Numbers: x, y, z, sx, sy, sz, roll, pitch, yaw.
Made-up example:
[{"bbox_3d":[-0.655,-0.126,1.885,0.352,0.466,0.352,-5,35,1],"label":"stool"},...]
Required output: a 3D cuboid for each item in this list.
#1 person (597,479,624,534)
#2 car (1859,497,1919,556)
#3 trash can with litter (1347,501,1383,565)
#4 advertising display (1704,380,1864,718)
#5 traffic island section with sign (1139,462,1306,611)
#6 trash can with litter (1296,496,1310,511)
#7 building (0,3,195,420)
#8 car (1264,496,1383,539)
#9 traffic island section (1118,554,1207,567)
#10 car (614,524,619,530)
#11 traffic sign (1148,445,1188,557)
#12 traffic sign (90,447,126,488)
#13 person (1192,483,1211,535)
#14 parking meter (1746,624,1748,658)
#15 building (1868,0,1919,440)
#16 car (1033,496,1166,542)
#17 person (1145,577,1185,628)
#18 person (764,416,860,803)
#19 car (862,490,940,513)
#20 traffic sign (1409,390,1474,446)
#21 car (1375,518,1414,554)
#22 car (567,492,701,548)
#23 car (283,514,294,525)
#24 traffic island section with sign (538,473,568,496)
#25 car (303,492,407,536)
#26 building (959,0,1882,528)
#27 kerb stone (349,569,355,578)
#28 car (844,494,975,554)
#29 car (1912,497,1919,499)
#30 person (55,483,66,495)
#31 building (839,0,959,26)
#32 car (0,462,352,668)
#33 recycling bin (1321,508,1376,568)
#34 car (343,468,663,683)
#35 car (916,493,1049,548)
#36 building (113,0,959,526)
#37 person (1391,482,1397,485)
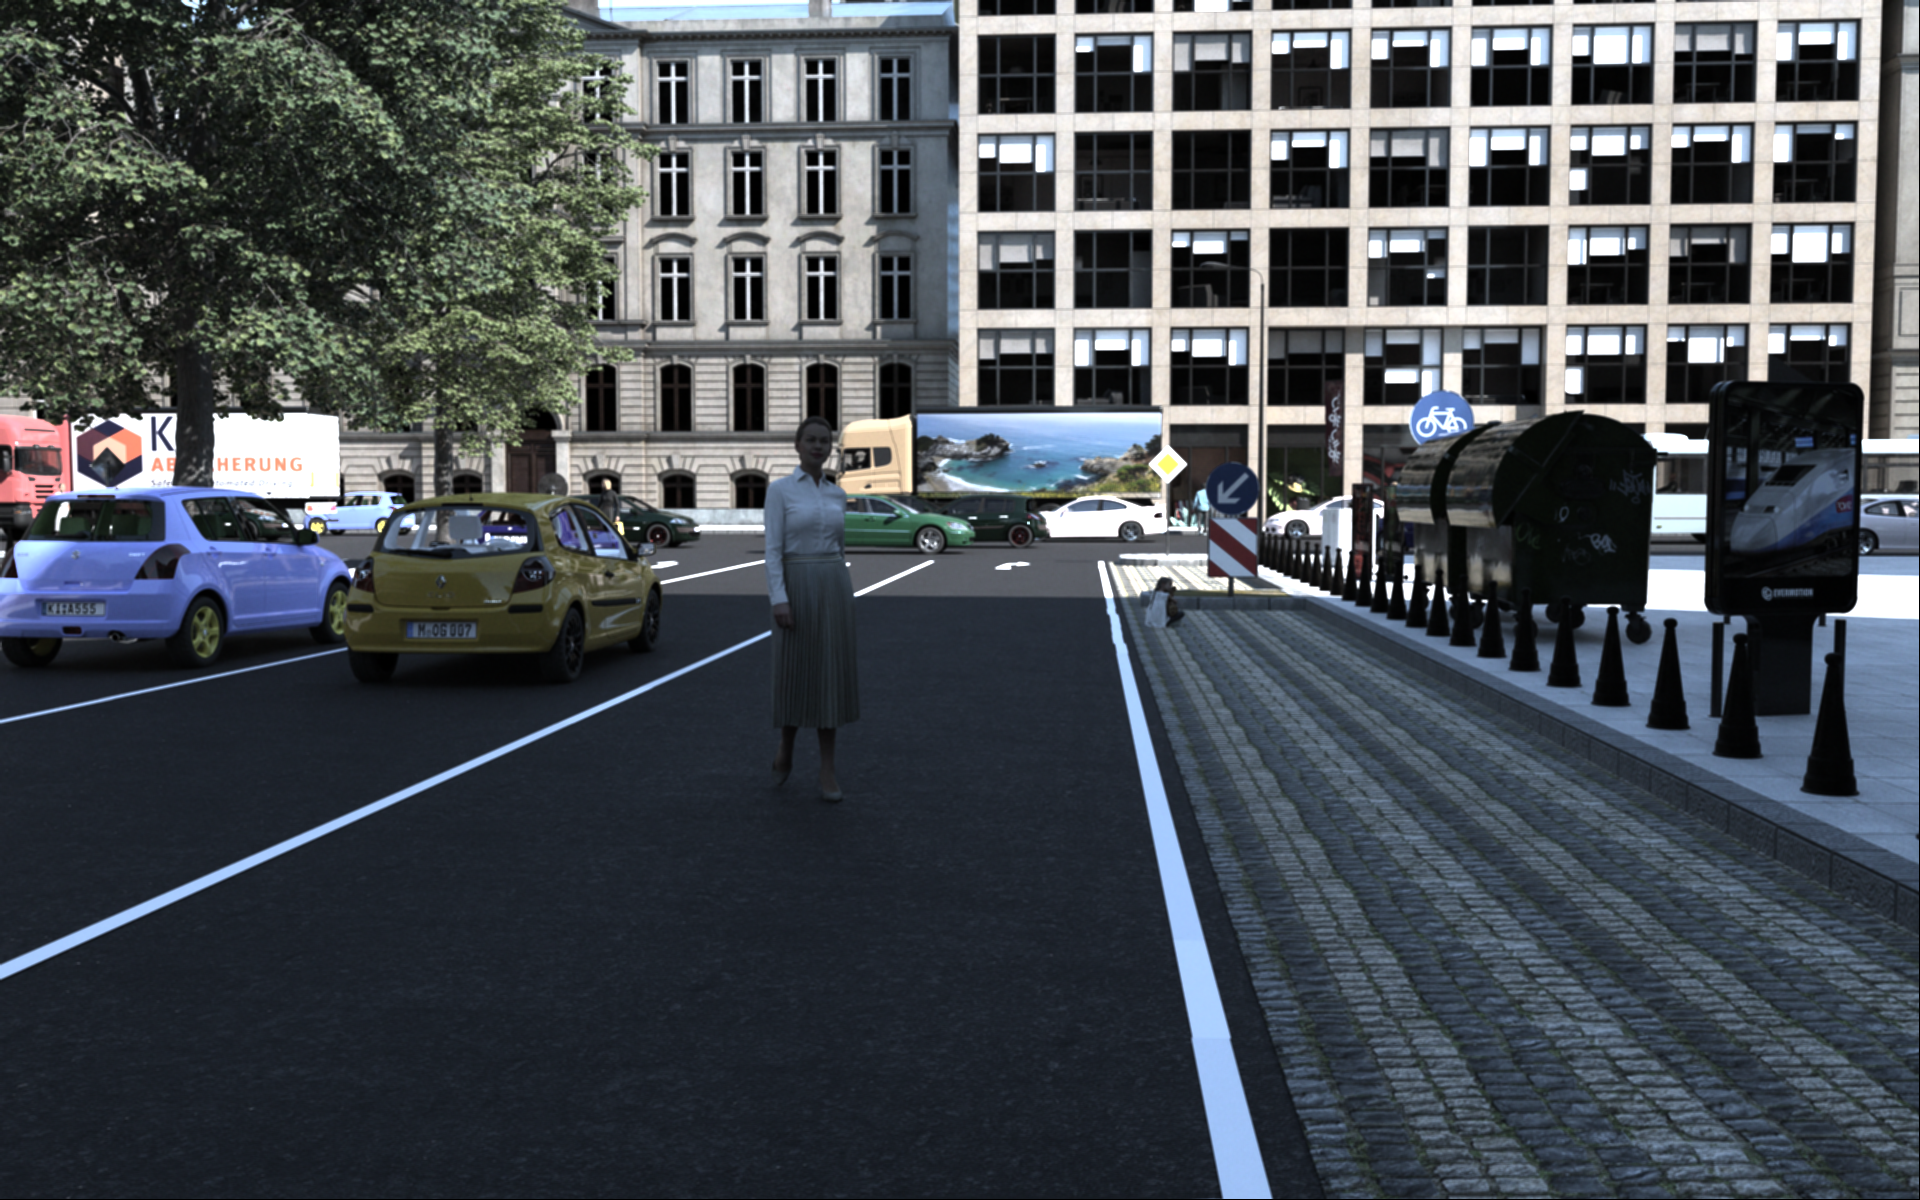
[{"bbox_3d":[-8.938,-2.099,43.036,0.699,1.804,1.509,-3,4,-36],"label":"person"},{"bbox_3d":[21.975,-1.708,40.283,4.827,1.381,2.083,0,4,5],"label":"car"},{"bbox_3d":[7.437,-1.222,31.362,1.055,1.170,0.624,-2,4,-26],"label":"trash can with litter"},{"bbox_3d":[4.766,-0.295,10.031,0.974,1.923,0.123,-1,4,-16],"label":"advertising display"},{"bbox_3d":[3.316,-0.830,22.193,1.989,1.847,2.006,0,4,4],"label":"traffic island section with sign"},{"bbox_3d":[12.009,-3.153,62.610,2.233,1.210,1.678,-1,4,-17],"label":"trash can with litter"},{"bbox_3d":[-46.832,-17.041,75.887,25.104,27.353,12.463,0,4,4],"label":"building"},{"bbox_3d":[12.159,-2.633,55.405,4.827,1.381,2.083,0,4,5],"label":"car"},{"bbox_3d":[4.261,-0.805,35.435,2.009,0.180,2.903,0,4,4],"label":"traffic island section"},{"bbox_3d":[-6.451,-0.894,27.198,1.945,1.354,3.894,0,4,5],"label":"car"},{"bbox_3d":[4.237,-1.940,35.359,0.795,2.450,0.064,0,4,4],"label":"traffic sign"},{"bbox_3d":[-18.197,-2.040,36.991,0.795,2.450,0.064,0,4,4],"label":"traffic sign"},{"bbox_3d":[8.456,-3.172,60.387,0.660,1.820,0.620,0,4,-5],"label":"person"},{"bbox_3d":[5.530,-0.363,11.641,0.255,1.863,0.399,-1,4,-14],"label":"parking meter"},{"bbox_3d":[49.474,-14.509,70.503,30.059,22.955,16.112,0,4,4],"label":"building"},{"bbox_3d":[3.823,-2.443,52.301,4.827,1.381,2.083,0,4,5],"label":"car"},{"bbox_3d":[2.197,0.019,18.662,0.357,0.543,0.381,-3,5,-45],"label":"person"},{"bbox_3d":[-0.741,0.029,8.258,0.478,1.798,0.641,-1,4,-21],"label":"person"},{"bbox_3d":[-1.504,-2.648,53.089,4.222,1.686,2.009,0,4,6],"label":"car"},{"bbox_3d":[5.914,-1.298,21.332,0.768,2.556,0.104,1,4,11],"label":"traffic sign"},{"bbox_3d":[11.187,-1.729,40.847,3.894,1.354,1.945,0,4,2],"label":"car"},{"bbox_3d":[-9.131,-2.259,46.726,4.222,1.686,2.009,0,4,5],"label":"car"},{"bbox_3d":[-22.636,-2.650,53.109,4.222,1.686,2.009,0,4,5],"label":"car"},{"bbox_3d":[-8.789,-1.742,36.611,2.006,1.907,1.989,0,4,4],"label":"traffic island section with sign"},{"bbox_3d":[-20.966,-3.103,60.324,3.694,1.707,1.945,0,4,5],"label":"car"},{"bbox_3d":[17.602,-16.529,74.766,34.151,26.468,19.350,0,4,4],"label":"building"},{"bbox_3d":[-10.381,-0.430,29.255,0.120,0.150,1.000,0,4,4],"label":"kerb stone"},{"bbox_3d":[-2.084,-1.854,42.109,4.920,1.459,2.131,0,4,4],"label":"car"},{"bbox_3d":[26.840,-2.126,47.118,4.827,1.381,2.083,0,4,3],"label":"car"},{"bbox_3d":[-25.268,-2.432,48.836,0.524,1.755,0.480,2,4,26],"label":"person"},{"bbox_3d":[-4.973,-48.770,235.634,20.611,71.187,20.563,0,4,4],"label":"building"},{"bbox_3d":[-6.899,-0.369,15.623,1.945,1.707,3.694,0,4,6],"label":"car"},{"bbox_3d":[6.799,-1.087,30.324,0.722,1.027,0.722,-1,4,-12],"label":"recycling bin"},{"bbox_3d":[-3.688,-0.268,14.606,2.015,1.641,3.980,0,4,3],"label":"car"},{"bbox_3d":[0.293,-2.253,46.629,4.222,1.686,2.009,0,4,6],"label":"car"},{"bbox_3d":[-16.917,-15.648,74.922,34.723,24.649,14.460,0,4,4],"label":"building"},{"bbox_3d":[12.189,-2.414,48.386,0.534,1.772,0.576,2,4,29],"label":"person"}]
